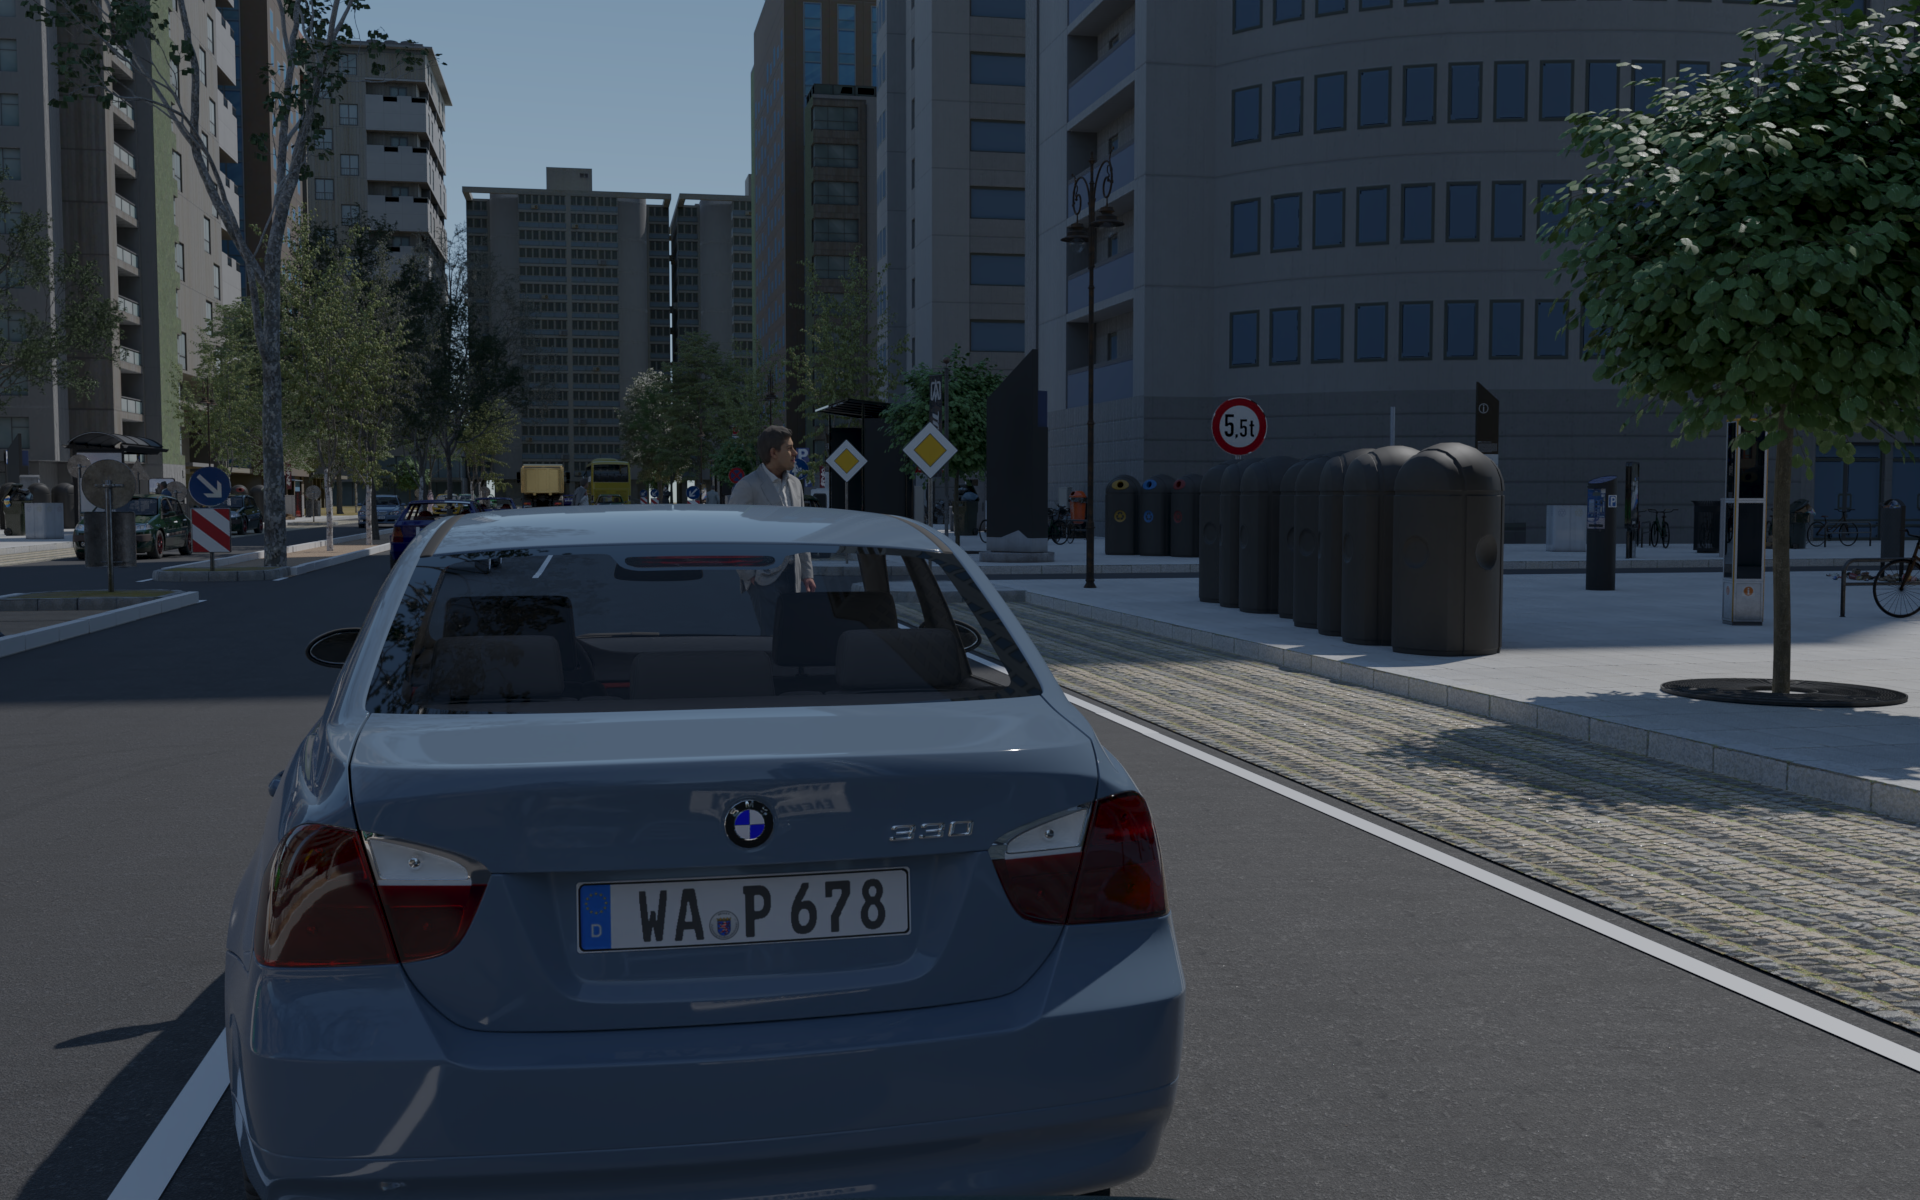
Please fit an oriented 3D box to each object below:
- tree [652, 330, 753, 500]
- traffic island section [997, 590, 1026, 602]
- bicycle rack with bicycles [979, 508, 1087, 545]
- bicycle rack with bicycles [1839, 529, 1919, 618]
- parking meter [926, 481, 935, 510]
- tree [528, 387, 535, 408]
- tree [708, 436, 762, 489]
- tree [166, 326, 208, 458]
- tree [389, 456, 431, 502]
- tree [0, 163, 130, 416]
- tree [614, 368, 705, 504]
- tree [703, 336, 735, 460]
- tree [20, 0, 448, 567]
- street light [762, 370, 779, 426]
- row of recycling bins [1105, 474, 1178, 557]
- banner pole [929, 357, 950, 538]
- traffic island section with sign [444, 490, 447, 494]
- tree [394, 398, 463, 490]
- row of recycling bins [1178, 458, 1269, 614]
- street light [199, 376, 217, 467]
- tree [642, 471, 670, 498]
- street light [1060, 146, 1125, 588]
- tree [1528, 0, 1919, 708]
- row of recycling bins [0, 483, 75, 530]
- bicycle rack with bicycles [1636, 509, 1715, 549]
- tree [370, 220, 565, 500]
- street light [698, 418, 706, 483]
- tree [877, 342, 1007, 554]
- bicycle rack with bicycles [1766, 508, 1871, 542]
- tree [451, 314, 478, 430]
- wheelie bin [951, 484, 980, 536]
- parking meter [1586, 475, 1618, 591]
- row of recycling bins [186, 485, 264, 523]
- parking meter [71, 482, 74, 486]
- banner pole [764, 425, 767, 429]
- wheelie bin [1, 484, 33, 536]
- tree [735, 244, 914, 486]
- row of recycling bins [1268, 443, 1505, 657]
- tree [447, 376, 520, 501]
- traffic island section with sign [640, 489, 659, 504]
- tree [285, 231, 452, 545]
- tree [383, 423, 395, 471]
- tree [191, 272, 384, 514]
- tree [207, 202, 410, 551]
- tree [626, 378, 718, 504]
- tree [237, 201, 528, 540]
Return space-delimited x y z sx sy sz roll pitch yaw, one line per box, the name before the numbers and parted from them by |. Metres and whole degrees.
tree | -17.838 -12.358 120.188 7.486 12.596 7.792 0 3 0
traffic island section | -0.397 -0.111 24.101 2.009 0.180 2.903 -1 4 -12
bicycle rack with bicycles | 2.131 -1.915 44.686 2.852 0.926 2.925 -2 4 -26
bicycle rack with bicycles | 10.430 -0.237 17.261 2.925 0.926 2.852 -1 4 -11
parking meter | -1.306 -4.331 76.529 0.399 1.863 0.255 0 4 7
tree | -20.745 -7.966 67.120 8.767 10.594 7.601 -1 4 -12
tree | -11.175 -6.422 88.714 4.285 4.588 4.351 0 3 0
tree | -31.579 -7.561 73.978 4.737 8.622 4.395 0 3 0
tree | -45.743 -9.784 143.684 4.285 4.588 4.351 0 3 0
tree | -25.890 -6.797 45.548 8.767 10.594 7.601 0 4 -5
tree | -30.021 -16.305 173.241 9.857 13.997 8.962 0 3 0
tree | -9.427 -7.873 79.083 4.737 8.622 4.395 0 3 0
tree | -14.715 -10.728 33.753 12.611 20.169 13.585 0 3 0
street light | -7.072 -5.624 64.736 0.468 5.910 1.993 -1 4 -12
row of recycling bins | 4.405 -1.744 35.635 1.069 1.692 3.534 -3 5 -43
banner pole | -0.364 -2.561 31.894 0.401 3.779 0.863 -2 4 -31
traffic island section with sign | -45.542 -8.912 154.346 1.989 1.847 2.006 -1 4 -12
tree | -52.312 -14.996 170.939 9.928 11.665 9.643 0 3 0
row of recycling bins | 3.480 -0.742 19.239 1.069 1.692 3.534 -1 4 -9
street light | -29.544 -5.834 68.168 0.468 5.910 1.993 -1 4 -12
tree | -31.826 -12.126 181.967 4.285 4.588 4.351 0 3 0
street light | 1.778 -3.102 23.503 0.468 5.910 1.993 -1 4 -12
tree | 5.342 -1.667 10.971 4.285 4.588 4.351 0 3 0
row of recycling bins | -33.904 -3.408 62.841 3.534 1.692 1.069 -3 5 -44
bicycle rack with bicycles | 17.295 -1.730 41.670 2.852 0.926 2.925 2 4 29
tree | -22.782 -10.044 77.049 12.009 13.543 11.850 0 3 0
street light | -15.740 -8.108 105.357 0.468 5.910 1.993 -1 4 -12
tree | -0.081 -3.295 37.591 4.285 4.588 4.351 0 3 0
bicycle rack with bicycles | 20.956 -1.805 42.894 2.925 0.926 2.852 -2 4 -28
tree | -19.144 -6.636 61.315 4.360 8.622 3.978 0 3 0
wheelie bin | 0.172 -2.784 53.419 0.980 1.594 0.693 3 5 41
parking meter | 8.562 -0.899 23.114 0.372 1.533 0.369 0 3 0
row of recycling bins | -32.714 -4.301 77.436 3.534 1.692 1.069 -3 5 -39
parking meter | -40.481 -4.500 79.293 0.399 1.863 0.255 3 4 37
banner pole | -7.049 -4.446 62.704 0.401 3.779 0.863 0 4 -3
wheelie bin | -28.966 -2.775 53.283 0.693 1.594 0.980 0 4 -2
tree | -3.529 -6.214 51.953 4.737 8.622 4.395 0 3 0
row of recycling bins | 3.769 -0.503 15.335 1.069 1.692 3.534 0 4 -6
tree | -25.301 -8.472 91.344 4.737 8.622 4.395 0 3 0
traffic island section with sign | -23.306 -7.511 131.433 1.989 1.847 2.006 -1 4 -12
tree | -16.484 -5.828 48.102 4.360 8.622 3.978 0 3 0
tree | -40.399 -11.808 111.192 7.486 12.596 7.792 0 3 0
tree | -35.149 -10.389 87.987 7.486 12.596 7.792 0 3 0
tree | -15.676 -5.507 42.855 4.737 8.622 4.395 0 3 0
tree | -24.903 -13.730 150.236 9.928 11.665 9.643 0 3 0
tree | -18.235 -7.156 53.875 8.767 10.594 7.601 -1 4 -12
